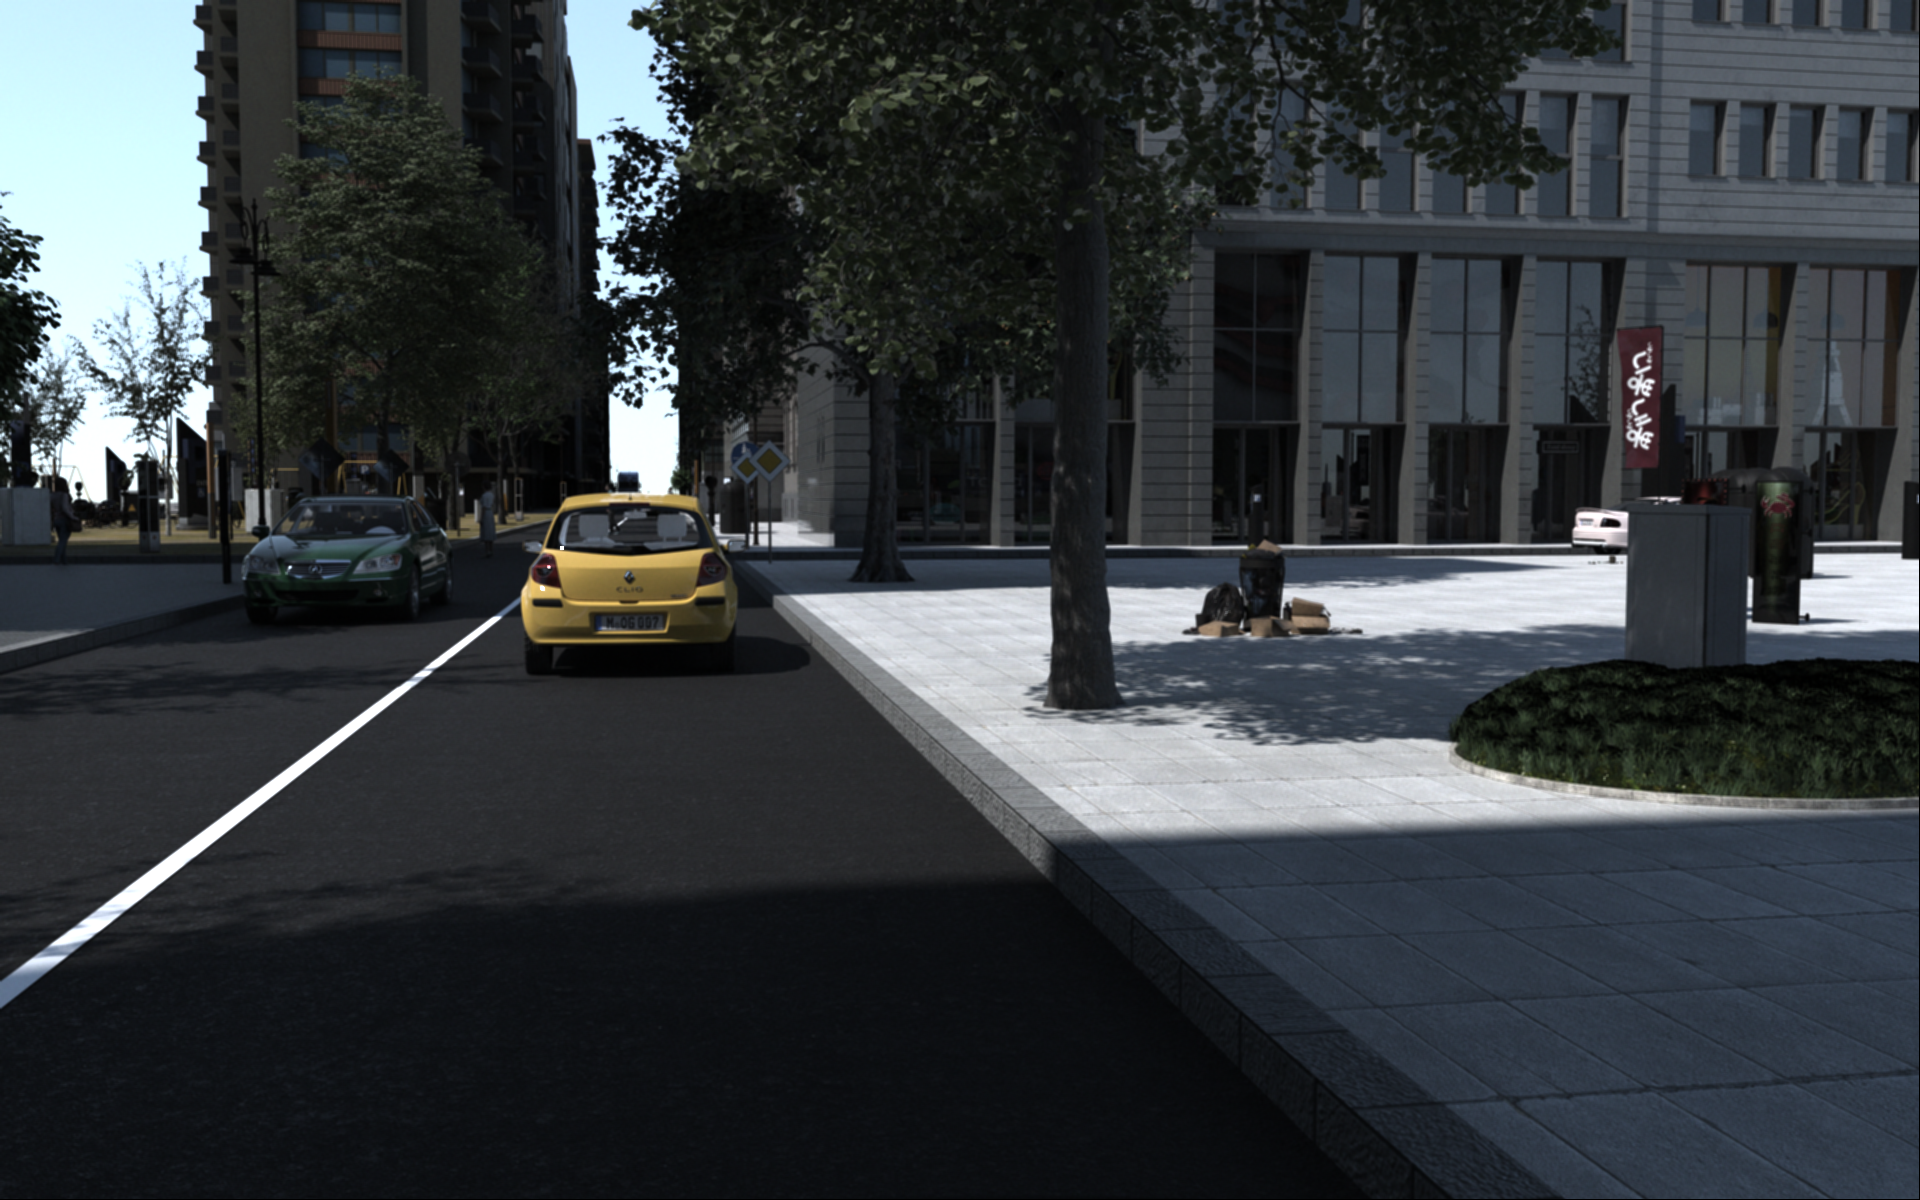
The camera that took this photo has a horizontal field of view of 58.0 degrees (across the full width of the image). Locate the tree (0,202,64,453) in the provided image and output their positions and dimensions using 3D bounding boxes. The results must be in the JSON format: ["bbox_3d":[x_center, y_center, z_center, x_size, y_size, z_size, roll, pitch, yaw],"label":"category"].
[{"bbox_3d":[-10.258,-1.995,16.334,4.285,4.588,4.351,0,3,0],"label":"tree"}]

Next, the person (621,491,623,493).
[{"bbox_3d":[-32.182,-9.489,164.582,0.756,1.711,0.436,2,4,24],"label":"person"}]

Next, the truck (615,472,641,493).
[{"bbox_3d":[-40.465,-13.627,212.560,2.967,4.110,18.799,-1,4,-9],"label":"truck"}]

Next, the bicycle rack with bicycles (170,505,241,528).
[{"bbox_3d":[-28.229,-3.162,65.085,2.852,0.926,2.925,2,4,25],"label":"bicycle rack with bicycles"}]

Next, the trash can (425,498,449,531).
[{"bbox_3d":[-17.426,-2.818,57.734,0.748,1.137,0.748,0,3,0],"label":"trash can"}]

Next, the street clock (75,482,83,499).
[{"bbox_3d":[-52.267,-6.006,102.770,0.358,2.002,0.471,0,4,0],"label":"street clock"}]

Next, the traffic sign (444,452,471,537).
[{"bbox_3d":[-15.044,-3.168,51.906,0.768,2.556,0.104,-1,4,-9],"label":"traffic sign"}]

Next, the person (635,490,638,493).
[{"bbox_3d":[-25.844,-7.914,138.422,0.617,1.759,0.750,0,4,-7],"label":"person"}]

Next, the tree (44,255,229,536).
[{"bbox_3d":[-24.457,-6.262,52.750,4.360,8.622,3.978,0,3,0],"label":"tree"}]

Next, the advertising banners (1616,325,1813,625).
[{"bbox_3d":[7.605,-1.310,17.605,0.090,3.025,2.074,-3,5,-40],"label":"advertising banners"}]

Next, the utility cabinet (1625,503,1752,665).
[{"bbox_3d":[4.661,0.002,11.132,0.306,1.237,1.020,0,4,-6],"label":"utility cabinet"}]

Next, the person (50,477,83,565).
[{"bbox_3d":[-16.597,-1.400,31.980,0.593,1.750,0.643,2,4,28],"label":"person"}]

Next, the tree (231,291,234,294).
[{"bbox_3d":[-15.126,-7.847,46.428,7.486,12.596,7.792,0,3,0],"label":"tree"}]

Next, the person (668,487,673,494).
[{"bbox_3d":[-15.656,-5.166,93.138,0.473,1.802,0.592,2,4,33],"label":"person"}]

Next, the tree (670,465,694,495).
[{"bbox_3d":[-31.452,-13.032,196.794,4.285,4.588,4.351,0,3,0],"label":"tree"}]

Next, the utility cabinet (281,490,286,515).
[{"bbox_3d":[-41.259,-5.871,104.677,1.173,1.500,0.318,2,4,31],"label":"utility cabinet"}]

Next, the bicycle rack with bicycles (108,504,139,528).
[{"bbox_3d":[-32.148,-3.166,65.148,2.852,0.926,2.925,3,4,37],"label":"bicycle rack with bicycles"}]

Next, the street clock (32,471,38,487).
[{"bbox_3d":[-28.467,-2.962,52.999,0.358,2.002,0.471,3,5,45],"label":"street clock"}]

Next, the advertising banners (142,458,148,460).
[{"bbox_3d":[-37.065,-5.001,77.961,0.090,3.025,2.074,0,4,6],"label":"advertising banners"}]

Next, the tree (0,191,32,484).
[{"bbox_3d":[-22.571,-5.406,38.755,4.737,8.622,4.395,0,3,0],"label":"tree"}]

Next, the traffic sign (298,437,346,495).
[{"bbox_3d":[-11.234,-1.645,30.537,0.795,2.450,0.064,-1,4,-10],"label":"traffic sign"}]

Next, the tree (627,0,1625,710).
[{"bbox_3d":[0.897,-5.602,9.713,7.486,12.596,7.792,0,3,0],"label":"tree"}]

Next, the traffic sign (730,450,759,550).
[{"bbox_3d":[-4.870,-2.207,39.724,0.795,2.450,0.064,-1,4,-10],"label":"traffic sign"}]

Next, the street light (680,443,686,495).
[{"bbox_3d":[-24.321,-11.054,153.516,0.468,5.910,1.993,-1,4,-10],"label":"street light"}]

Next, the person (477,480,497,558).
[{"bbox_3d":[-10.722,-1.832,39.015,0.524,1.755,0.480,1,4,12],"label":"person"}]

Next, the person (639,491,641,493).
[{"bbox_3d":[-32.143,-10.140,174.739,0.568,1.767,0.683,1,4,16],"label":"person"}]

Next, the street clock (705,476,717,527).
[{"bbox_3d":[-9.808,-3.898,68.304,0.471,2.002,0.358,2,4,33],"label":"street clock"}]

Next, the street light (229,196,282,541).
[{"bbox_3d":[-11.022,-3.330,27.228,0.468,5.910,1.993,-1,4,-10],"label":"street light"}]

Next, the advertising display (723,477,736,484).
[{"bbox_3d":[-8.637,-3.633,64.609,0.123,1.923,0.974,-2,4,-24],"label":"advertising display"}]

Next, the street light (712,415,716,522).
[{"bbox_3d":[-11.189,-6.462,78.442,0.468,5.910,1.993,-1,4,-10],"label":"street light"}]

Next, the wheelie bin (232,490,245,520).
[{"bbox_3d":[-36.250,-4.840,87.040,0.693,1.594,0.980,1,4,17],"label":"wheelie bin"}]

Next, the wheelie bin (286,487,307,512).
[{"bbox_3d":[-31.034,-4.471,81.001,0.980,1.594,0.693,0,4,-7],"label":"wheelie bin"}]

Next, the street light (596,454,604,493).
[{"bbox_3d":[-38.666,-12.992,185.206,0.468,5.910,1.993,-1,4,-10],"label":"street light"}]

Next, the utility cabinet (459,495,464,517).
[{"bbox_3d":[-27.831,-5.174,95.755,0.306,1.237,1.020,1,4,20],"label":"utility cabinet"}]

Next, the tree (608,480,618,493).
[{"bbox_3d":[-47.726,-14.877,237.834,1.663,3.219,1.824,0,3,0],"label":"tree"}]

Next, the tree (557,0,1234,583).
[{"bbox_3d":[-1.047,-6.618,25.213,9.611,12.733,9.660,0,3,0],"label":"tree"}]

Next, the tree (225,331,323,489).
[{"bbox_3d":[-29.965,-7.657,75.552,4.737,8.622,4.395,0,3,0],"label":"tree"}]

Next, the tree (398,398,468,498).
[{"bbox_3d":[-31.744,-9.469,105.183,4.737,8.622,4.395,0,3,0],"label":"tree"}]

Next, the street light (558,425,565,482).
[{"bbox_3d":[-26.281,-8.656,114.320,0.468,5.910,1.993,-1,4,-10],"label":"street light"}]

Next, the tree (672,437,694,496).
[{"bbox_3d":[-32.205,-15.600,205.426,4.360,8.622,3.978,0,3,0],"label":"tree"}]

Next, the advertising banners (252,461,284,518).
[{"bbox_3d":[-37.058,-5.895,92.572,0.090,3.025,2.074,2,4,32],"label":"advertising banners"}]

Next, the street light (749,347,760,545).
[{"bbox_3d":[-5.121,-4.314,43.318,0.468,5.910,1.993,-1,4,-10],"label":"street light"}]

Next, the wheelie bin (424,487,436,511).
[{"bbox_3d":[-24.835,-4.460,80.823,0.693,1.594,0.980,-1,4,-9],"label":"wheelie bin"}]

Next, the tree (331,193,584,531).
[{"bbox_3d":[-18.006,-8.267,60.918,9.928,11.665,9.643,0,3,0],"label":"tree"}]

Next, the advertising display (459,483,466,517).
[{"bbox_3d":[-27.993,-5.595,96.691,0.974,1.923,0.123,2,4,29],"label":"advertising display"}]

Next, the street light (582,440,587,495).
[{"bbox_3d":[-32.339,-10.798,149.337,0.468,5.910,1.993,-1,4,-10],"label":"street light"}]

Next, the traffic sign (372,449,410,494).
[{"bbox_3d":[-12.602,-2.126,38.404,0.795,2.450,0.064,-1,4,-10],"label":"traffic sign"}]

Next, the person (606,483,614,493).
[{"bbox_3d":[-12.327,-3.241,61.505,0.620,1.820,0.660,-1,4,-8],"label":"person"}]

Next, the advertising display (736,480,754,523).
[{"bbox_3d":[-9.703,-4.435,77.732,0.974,1.923,0.123,-3,4,-38],"label":"advertising display"}]

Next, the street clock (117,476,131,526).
[{"bbox_3d":[-33.740,-4.000,69.974,0.471,2.002,0.358,-3,5,-39],"label":"street clock"}]

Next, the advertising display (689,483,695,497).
[{"bbox_3d":[-15.248,-5.712,98.605,0.123,1.923,0.974,0,4,2],"label":"advertising display"}]

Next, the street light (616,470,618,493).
[{"bbox_3d":[-52.864,-18.000,267.093,0.468,5.910,1.993,-1,4,-10],"label":"street light"}]

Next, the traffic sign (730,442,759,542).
[{"bbox_3d":[-5.183,-2.568,42.092,0.768,2.556,0.104,0,4,-2],"label":"traffic sign"}]

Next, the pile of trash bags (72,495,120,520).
[{"bbox_3d":[-43.522,-4.666,86.034,3.447,1.369,1.912,0,4,7],"label":"pile of trash bags"}]

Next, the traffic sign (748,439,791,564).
[{"bbox_3d":[-3.502,-1.726,31.857,0.795,2.450,0.064,-1,4,-10],"label":"traffic sign"}]

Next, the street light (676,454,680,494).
[{"bbox_3d":[-30.364,-13.196,188.535,0.468,5.910,1.993,-1,4,-10],"label":"street light"}]

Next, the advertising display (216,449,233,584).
[{"bbox_3d":[-10.632,-1.216,25.090,0.123,1.923,0.974,-1,4,-20],"label":"advertising display"}]

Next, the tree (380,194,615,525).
[{"bbox_3d":[-19.319,-9.896,72.164,12.009,13.543,11.850,0,3,0],"label":"tree"}]

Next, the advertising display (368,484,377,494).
[{"bbox_3d":[-36.319,-6.260,107.559,0.974,1.923,0.123,0,4,0],"label":"advertising display"}]
